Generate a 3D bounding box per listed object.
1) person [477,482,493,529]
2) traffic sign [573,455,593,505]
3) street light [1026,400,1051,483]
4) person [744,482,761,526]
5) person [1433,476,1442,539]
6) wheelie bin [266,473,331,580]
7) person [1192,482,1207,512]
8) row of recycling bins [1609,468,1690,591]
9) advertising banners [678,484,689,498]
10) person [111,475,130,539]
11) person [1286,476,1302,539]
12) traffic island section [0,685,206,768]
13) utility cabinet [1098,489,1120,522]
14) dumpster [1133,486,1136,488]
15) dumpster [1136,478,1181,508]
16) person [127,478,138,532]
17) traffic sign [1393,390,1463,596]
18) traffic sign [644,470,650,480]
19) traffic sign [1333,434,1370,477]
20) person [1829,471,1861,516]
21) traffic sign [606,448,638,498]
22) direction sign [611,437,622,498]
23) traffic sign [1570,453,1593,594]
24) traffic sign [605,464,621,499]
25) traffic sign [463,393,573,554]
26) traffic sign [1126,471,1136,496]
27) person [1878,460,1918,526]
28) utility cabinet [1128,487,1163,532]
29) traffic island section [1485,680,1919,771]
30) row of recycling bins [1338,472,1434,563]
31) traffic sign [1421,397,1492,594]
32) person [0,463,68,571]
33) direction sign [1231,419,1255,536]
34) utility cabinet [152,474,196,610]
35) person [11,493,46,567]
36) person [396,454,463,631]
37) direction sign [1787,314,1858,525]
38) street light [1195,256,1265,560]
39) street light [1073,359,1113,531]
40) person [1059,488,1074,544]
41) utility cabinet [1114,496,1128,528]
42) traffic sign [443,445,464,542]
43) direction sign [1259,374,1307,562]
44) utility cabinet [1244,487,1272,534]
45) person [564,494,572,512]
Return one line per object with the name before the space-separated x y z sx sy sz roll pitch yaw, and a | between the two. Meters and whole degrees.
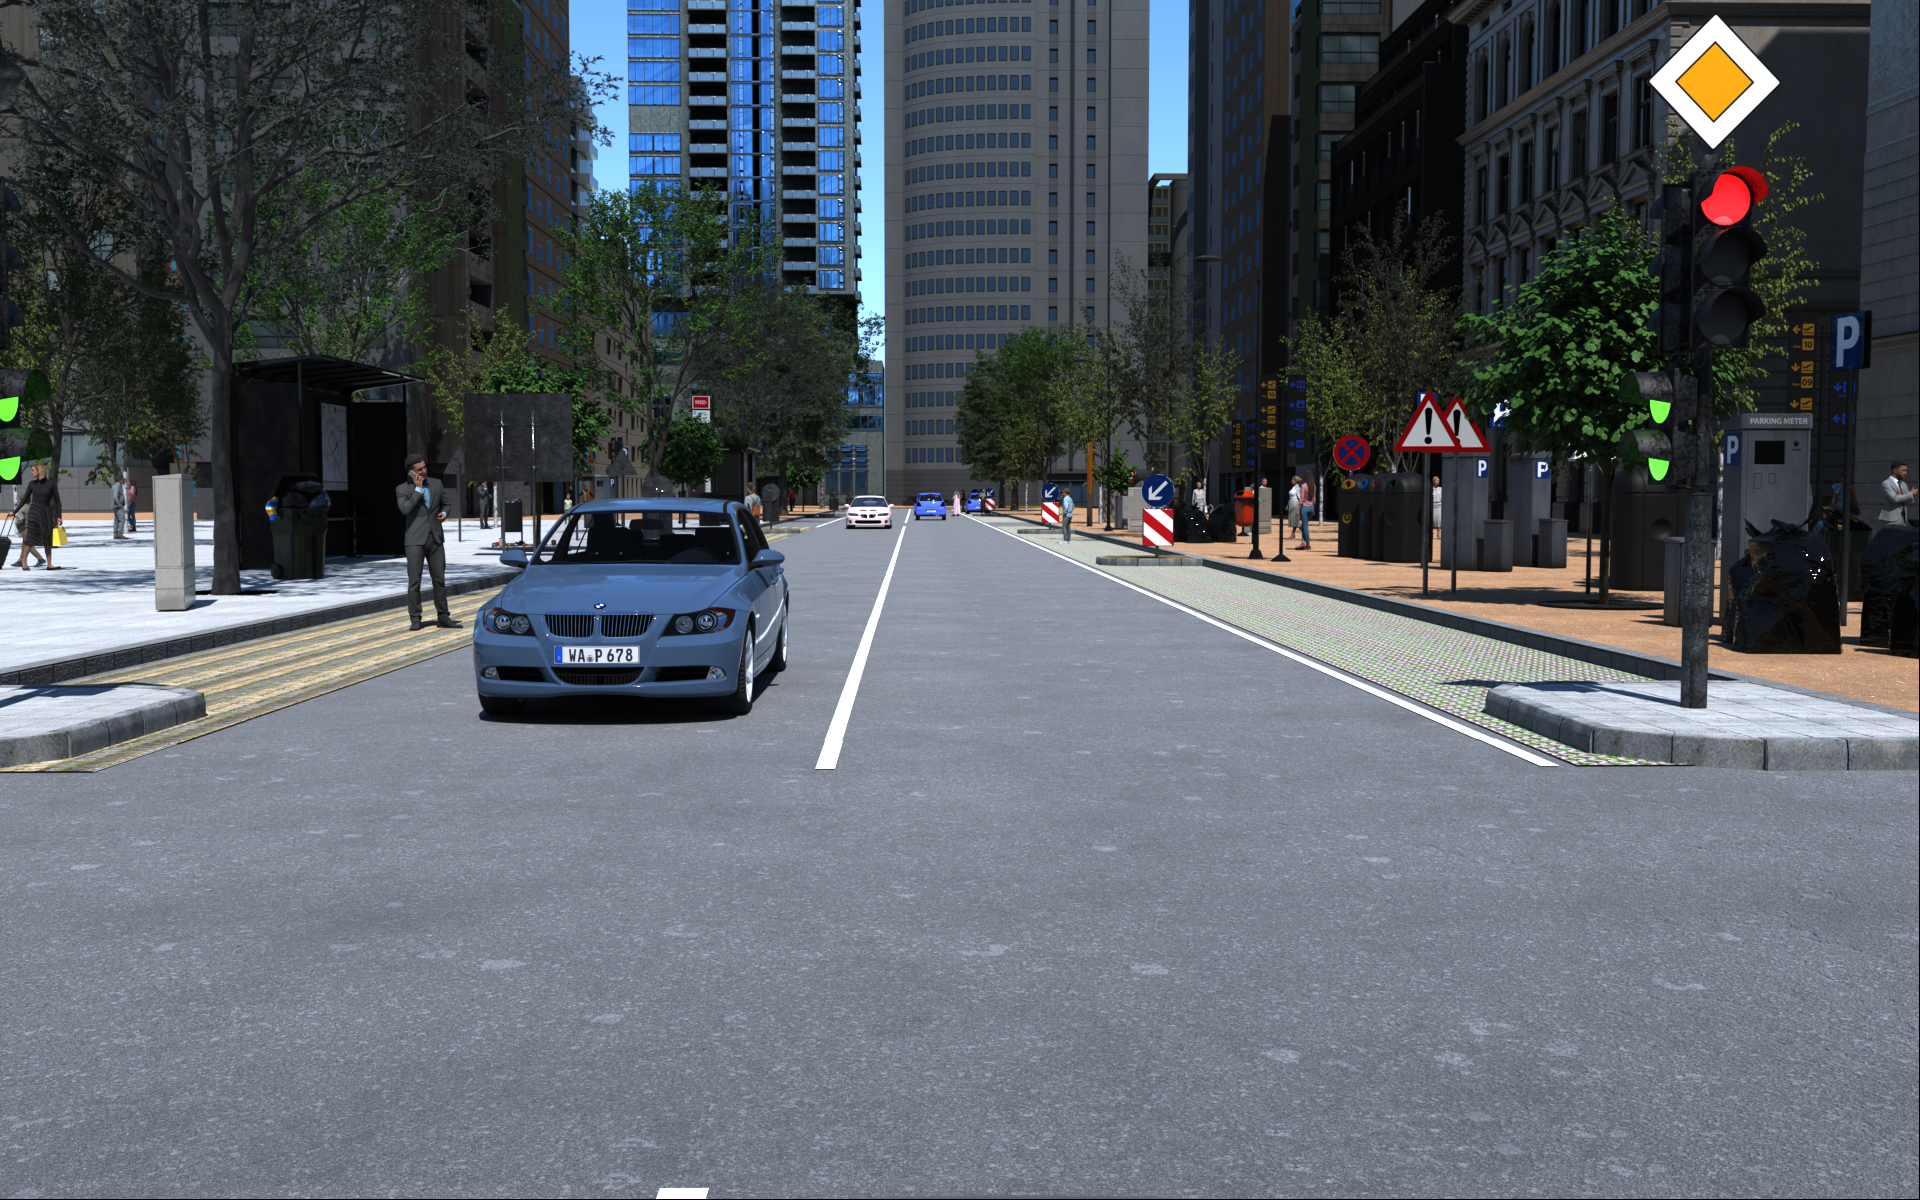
person | -17.348 -3.520 63.398 0.447 1.846 0.655 1 4 16
traffic sign | -10.544 -2.913 47.632 0.884 2.594 0.081 0 4 1
street light | 3.926 -6.906 85.462 1.470 5.913 1.316 0 4 -1
person | -4.716 -1.812 39.125 0.522 1.701 0.512 3 5 42
person | 13.553 -2.622 49.261 0.694 1.780 0.624 1 4 22
wheelie bin | -9.961 -1.119 26.196 0.693 1.594 0.980 2 4 35
person | 9.991 -4.029 72.270 0.694 1.780 0.624 1 4 11
row of recycling bins | 9.718 -1.056 24.374 1.069 1.692 3.534 2 4 25
advertising banners | -12.032 -4.850 75.493 0.090 3.025 2.074 0 4 4
person | -23.963 -2.641 49.315 0.391 1.810 0.635 -3 5 -40
person | 9.620 -2.638 49.405 0.641 1.798 0.478 0 4 0
traffic island section | -5.804 0.741 10.158 2.009 0.180 2.903 0 4 -1
utility cabinet | 6.736 -4.243 78.052 0.318 1.500 1.173 3 5 44
dumpster | 7.425 -3.774 67.455 1.264 1.857 1.865 0 4 -1
dumpster | 7.000 -3.350 60.533 1.264 1.857 1.865 0 4 -2
person | -28.343 -3.255 59.269 0.388 1.821 0.555 -2 4 -28
traffic sign | 5.878 -1.334 21.813 0.884 2.594 0.081 0 4 0
traffic sign | -11.695 -4.069 66.540 0.884 2.594 0.081 0 4 -1
traffic sign | 8.367 -2.261 37.077 0.768 2.556 0.104 0 4 7
person | 19.969 -2.015 39.089 0.616 1.811 0.778 3 4 38
traffic sign | -9.538 -2.990 48.883 0.884 2.594 0.081 0 4 1
direction sign | -13.684 -4.716 69.103 0.379 3.537 0.876 -3 5 -40
traffic sign | 8.073 -1.227 22.195 0.606 2.300 0.079 0 4 0
traffic sign | -14.085 -4.317 70.687 0.768 2.556 0.104 0 3 0
traffic sign | -8.939 -2.518 35.038 2.265 3.308 0.079 0 4 6
traffic sign | 7.789 -4.924 80.616 0.768 2.556 0.104 0 4 3
person | 14.213 -1.223 26.226 0.511 1.800 0.466 -3 5 -42
utility cabinet | 6.215 -3.017 58.014 1.173 1.500 0.318 0 4 5
traffic island section | 4.434 0.726 10.418 2.009 0.180 2.903 0 4 -1
row of recycling bins | 8.304 -1.632 33.802 1.069 1.692 3.534 0 4 -6
traffic sign | 6.373 -1.363 22.291 0.884 2.594 0.081 0 4 6
person | -15.758 -1.400 29.150 1.509 1.804 0.699 1 4 23
direction sign | 8.625 -3.712 52.681 0.876 3.537 0.379 3 5 44
utility cabinet | -8.796 -0.654 19.373 0.318 1.500 1.173 -1 4 -18
person | -16.326 -1.222 30.291 0.640 1.303 0.475 0 4 -5
person | -5.566 -0.604 18.185 0.655 1.846 0.447 -3 5 -41
direction sign | 10.877 -1.829 21.897 0.876 3.537 0.379 0 4 -1
street light | 5.284 -3.754 33.922 1.470 5.913 1.316 0 4 -1
street light | 4.577 -5.320 59.523 1.470 5.913 1.316 0 4 -1
person | 3.077 -2.417 49.834 0.330 1.601 0.589 2 4 35
utility cabinet | 6.075 -3.287 64.910 0.306 1.237 1.020 -1 4 -12
traffic sign | -13.380 -2.830 46.275 0.884 2.594 0.081 0 4 4
direction sign | 6.111 -2.500 32.876 0.876 3.537 0.379 0 4 8
utility cabinet | 9.528 -2.852 55.301 0.318 1.500 1.173 3 5 41
person | -16.609 -3.857 73.354 0.306 1.304 0.590 -2 4 -25
